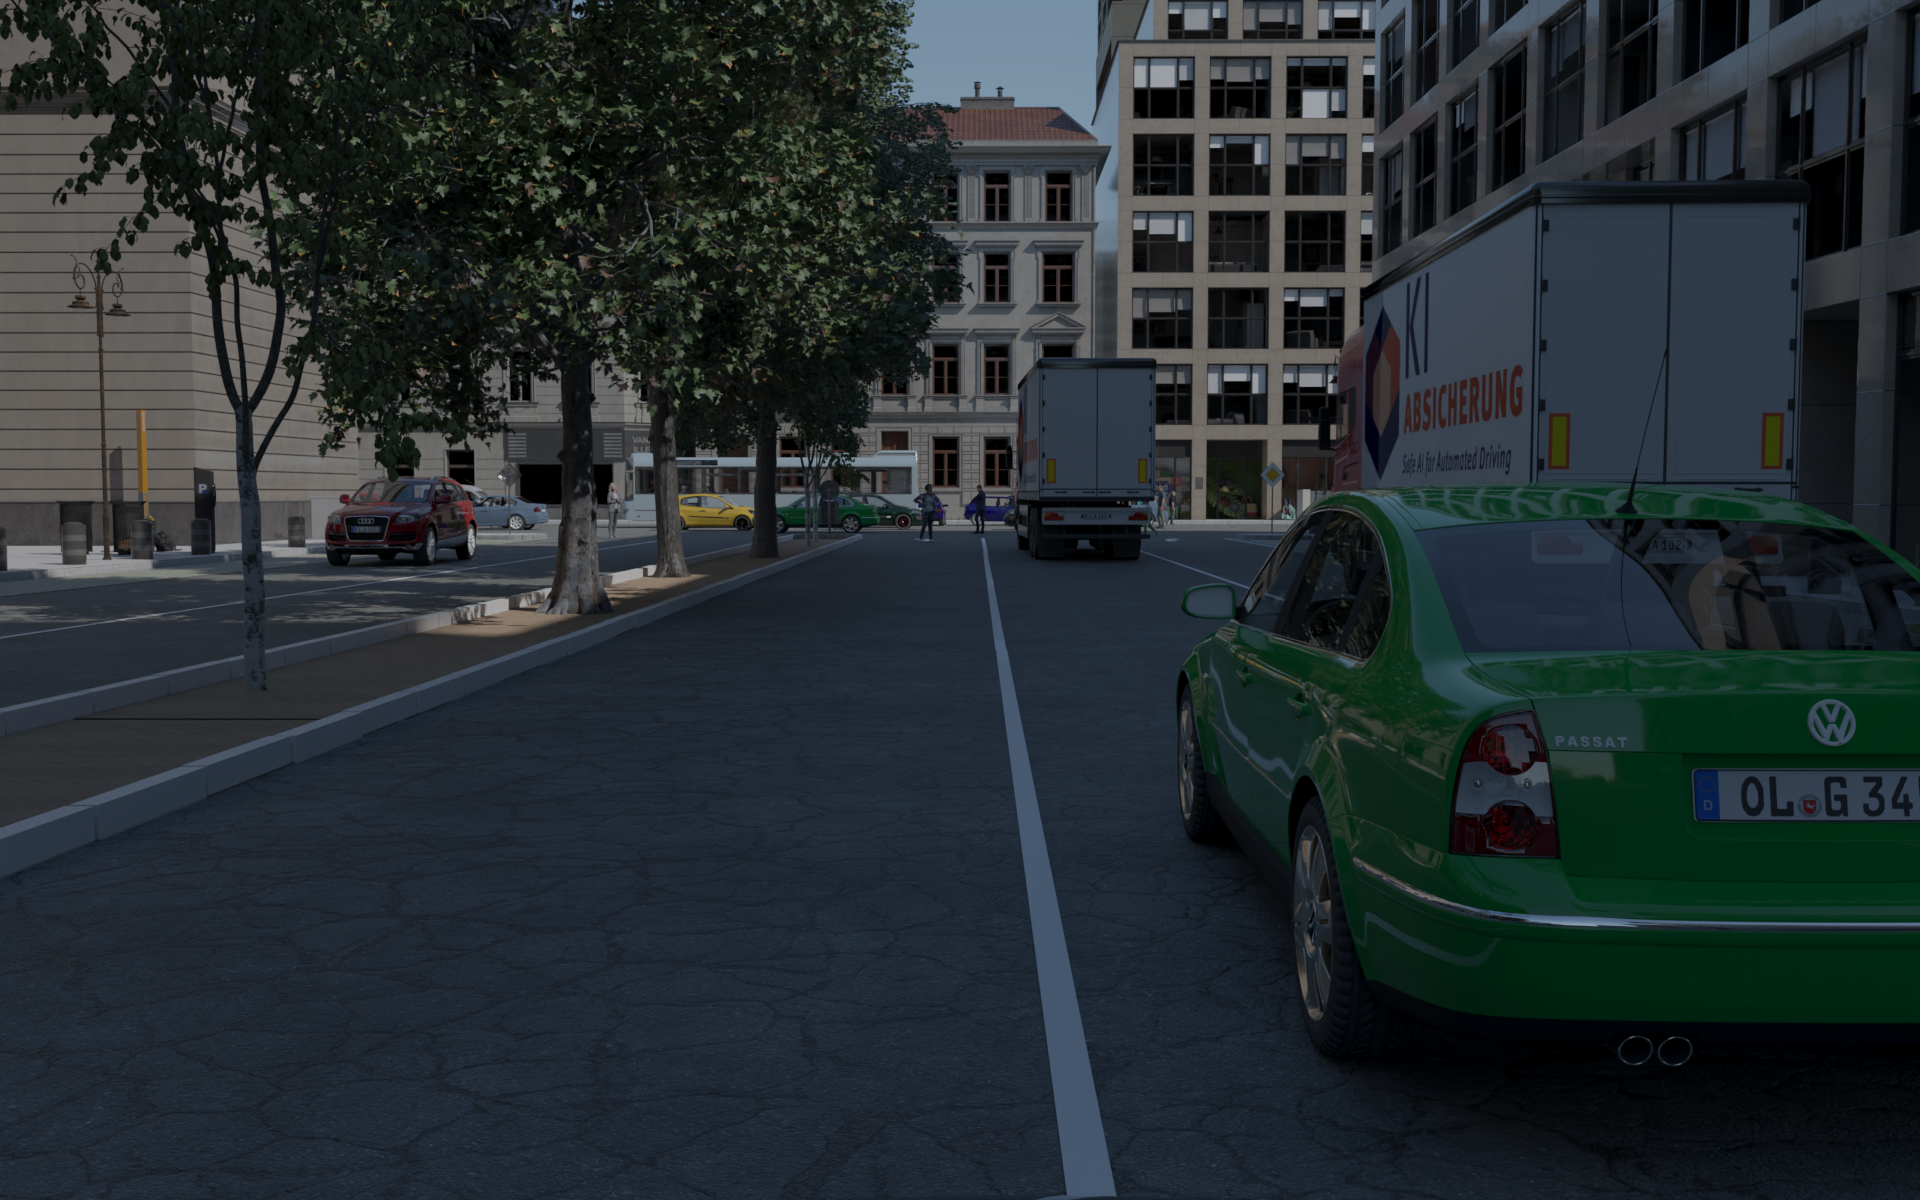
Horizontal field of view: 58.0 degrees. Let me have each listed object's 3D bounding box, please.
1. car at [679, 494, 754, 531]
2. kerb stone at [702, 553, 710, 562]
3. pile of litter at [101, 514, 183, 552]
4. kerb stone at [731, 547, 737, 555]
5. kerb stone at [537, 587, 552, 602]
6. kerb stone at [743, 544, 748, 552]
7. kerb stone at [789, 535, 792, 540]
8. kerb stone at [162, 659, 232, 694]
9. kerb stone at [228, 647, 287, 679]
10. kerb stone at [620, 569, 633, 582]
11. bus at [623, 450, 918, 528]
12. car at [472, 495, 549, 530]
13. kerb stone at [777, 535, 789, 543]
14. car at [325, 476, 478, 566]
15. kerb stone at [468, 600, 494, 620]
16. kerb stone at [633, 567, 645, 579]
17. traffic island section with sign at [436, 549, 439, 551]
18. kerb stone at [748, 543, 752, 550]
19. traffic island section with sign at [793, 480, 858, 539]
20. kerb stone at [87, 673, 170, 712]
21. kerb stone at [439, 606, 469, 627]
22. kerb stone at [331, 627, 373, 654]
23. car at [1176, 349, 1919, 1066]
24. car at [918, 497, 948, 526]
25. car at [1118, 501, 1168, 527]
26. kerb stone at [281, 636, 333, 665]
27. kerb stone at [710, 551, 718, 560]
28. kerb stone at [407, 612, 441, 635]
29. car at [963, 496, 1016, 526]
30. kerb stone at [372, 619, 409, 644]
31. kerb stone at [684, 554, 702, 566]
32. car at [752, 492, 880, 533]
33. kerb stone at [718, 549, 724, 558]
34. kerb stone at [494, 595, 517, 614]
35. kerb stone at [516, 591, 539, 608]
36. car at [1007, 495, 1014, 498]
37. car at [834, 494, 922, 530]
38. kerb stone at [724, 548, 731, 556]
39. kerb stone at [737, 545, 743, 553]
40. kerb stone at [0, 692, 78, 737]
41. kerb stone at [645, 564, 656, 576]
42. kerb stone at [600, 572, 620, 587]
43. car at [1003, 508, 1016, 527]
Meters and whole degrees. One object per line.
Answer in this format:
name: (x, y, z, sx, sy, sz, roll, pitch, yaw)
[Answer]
car: (-9.668, -3.559, 68.421, 3.980, 1.641, 2.015, 0, 4, 2)
kerb stone: (-5.454, -0.872, 36.456, 0.120, 0.150, 1.000, 0, 4, 1)
pile of litter: (-18.333, -1.515, 38.738, 1.719, 0.858, 1.176, -2, 4, -26)
kerb stone: (-5.416, -1.124, 40.571, 0.120, 0.150, 1.000, 0, 4, 1)
kerb stone: (-5.577, -0.051, 23.086, 0.120, 0.150, 1.000, 0, 4, 1)
kerb stone: (-5.401, -1.250, 42.628, 0.120, 0.150, 1.000, 0, 4, 1)
kerb stone: (-5.313, -1.875, 52.915, 0.120, 0.150, 1.000, 0, 4, 1)
kerb stone: (-5.674, 0.575, 12.798, 0.120, 0.150, 1.000, 0, 4, 1)
kerb stone: (-5.655, 0.513, 13.828, 0.120, 0.150, 1.000, 0, 4, 1)
kerb stone: (-5.538, -0.369, 28.229, 0.120, 0.150, 1.000, 0, 4, 1)
bus: (-8.430, -4.834, 73.893, 13.247, 3.499, 2.948, 0, 4, -1)
car: (-18.736, -3.494, 69.132, 4.499, 1.417, 2.014, 0, 4, 2)
kerb stone: (-5.321, -1.816, 51.880, 0.120, 0.150, 1.000, 0, 4, 1)
car: (-11.659, -1.696, 36.403, 2.281, 1.827, 5.304, 0, 4, -1)
kerb stone: (-5.606, 0.134, 20.000, 0.120, 0.150, 1.000, 0, 4, 1)
kerb stone: (-5.514, -0.432, 29.255, 0.120, 0.150, 1.000, 0, 4, 1)
traffic island section with sign: (-14.147, -2.116, 43.226, 1.989, 1.847, 2.006, 0, 4, 1)
kerb stone: (-5.396, -1.313, 43.657, 0.120, 0.150, 1.000, 0, 4, 1)
traffic island section with sign: (-4.230, -2.888, 55.357, 2.006, 1.907, 1.989, 0, 4, 1)
kerb stone: (-5.682, 0.641, 11.772, 0.120, 0.150, 1.000, 0, 4, 1)
kerb stone: (-5.610, 0.198, 18.973, 0.120, 0.150, 1.000, 0, 4, 1)
kerb stone: (-5.637, 0.386, 15.882, 0.120, 0.150, 1.000, 0, 4, 1)
car: (1.790, 0.186, 5.757, 1.959, 1.807, 4.718, 0, 4, 0)
car: (-1.526, -4.071, 79.136, 1.945, 1.354, 3.894, 0, 4, 1)
car: (6.814, -3.881, 75.449, 4.499, 1.417, 2.014, 0, 4, 1)
kerb stone: (-5.650, 0.449, 14.857, 0.120, 0.150, 1.000, 0, 4, 1)
kerb stone: (-5.435, -0.934, 37.482, 0.120, 0.150, 1.000, 0, 4, 1)
kerb stone: (-5.622, 0.260, 17.944, 0.120, 0.150, 1.000, 0, 4, 1)
car: (2.083, -4.030, 78.475, 3.894, 1.354, 1.945, 0, 4, 0)
kerb stone: (-5.634, 0.323, 16.918, 0.120, 0.150, 1.000, 0, 4, 1)
kerb stone: (-5.462, -0.805, 35.425, 0.120, 0.150, 1.000, 0, 4, 1)
car: (-5.300, -3.365, 63.810, 4.718, 1.807, 1.959, 0, 4, 1)
kerb stone: (-5.445, -0.992, 38.508, 0.120, 0.150, 1.000, 0, 4, 1)
kerb stone: (-5.598, 0.078, 21.032, 0.120, 0.150, 1.000, 0, 4, 1)
kerb stone: (-5.585, 0.008, 22.058, 0.120, 0.150, 1.000, 0, 4, 1)
car: (3.916, -4.364, 81.139, 4.222, 1.686, 2.009, 0, 4, 2)
car: (-3.479, -3.684, 70.027, 4.222, 1.686, 2.009, 0, 4, 1)
kerb stone: (-5.428, -1.061, 39.545, 0.120, 0.150, 1.000, 0, 4, 1)
kerb stone: (-5.409, -1.187, 41.597, 0.120, 0.150, 1.000, 0, 4, 1)
kerb stone: (-5.690, 0.704, 10.736, 0.120, 0.150, 1.000, 0, 4, 1)
kerb stone: (-5.509, -0.495, 30.288, 0.120, 0.150, 1.000, 0, 4, 1)
kerb stone: (-5.538, -0.306, 27.203, 0.120, 0.150, 1.000, 0, 4, 1)
car: (3.835, -3.629, 69.127, 4.222, 1.686, 2.009, 0, 4, -1)
